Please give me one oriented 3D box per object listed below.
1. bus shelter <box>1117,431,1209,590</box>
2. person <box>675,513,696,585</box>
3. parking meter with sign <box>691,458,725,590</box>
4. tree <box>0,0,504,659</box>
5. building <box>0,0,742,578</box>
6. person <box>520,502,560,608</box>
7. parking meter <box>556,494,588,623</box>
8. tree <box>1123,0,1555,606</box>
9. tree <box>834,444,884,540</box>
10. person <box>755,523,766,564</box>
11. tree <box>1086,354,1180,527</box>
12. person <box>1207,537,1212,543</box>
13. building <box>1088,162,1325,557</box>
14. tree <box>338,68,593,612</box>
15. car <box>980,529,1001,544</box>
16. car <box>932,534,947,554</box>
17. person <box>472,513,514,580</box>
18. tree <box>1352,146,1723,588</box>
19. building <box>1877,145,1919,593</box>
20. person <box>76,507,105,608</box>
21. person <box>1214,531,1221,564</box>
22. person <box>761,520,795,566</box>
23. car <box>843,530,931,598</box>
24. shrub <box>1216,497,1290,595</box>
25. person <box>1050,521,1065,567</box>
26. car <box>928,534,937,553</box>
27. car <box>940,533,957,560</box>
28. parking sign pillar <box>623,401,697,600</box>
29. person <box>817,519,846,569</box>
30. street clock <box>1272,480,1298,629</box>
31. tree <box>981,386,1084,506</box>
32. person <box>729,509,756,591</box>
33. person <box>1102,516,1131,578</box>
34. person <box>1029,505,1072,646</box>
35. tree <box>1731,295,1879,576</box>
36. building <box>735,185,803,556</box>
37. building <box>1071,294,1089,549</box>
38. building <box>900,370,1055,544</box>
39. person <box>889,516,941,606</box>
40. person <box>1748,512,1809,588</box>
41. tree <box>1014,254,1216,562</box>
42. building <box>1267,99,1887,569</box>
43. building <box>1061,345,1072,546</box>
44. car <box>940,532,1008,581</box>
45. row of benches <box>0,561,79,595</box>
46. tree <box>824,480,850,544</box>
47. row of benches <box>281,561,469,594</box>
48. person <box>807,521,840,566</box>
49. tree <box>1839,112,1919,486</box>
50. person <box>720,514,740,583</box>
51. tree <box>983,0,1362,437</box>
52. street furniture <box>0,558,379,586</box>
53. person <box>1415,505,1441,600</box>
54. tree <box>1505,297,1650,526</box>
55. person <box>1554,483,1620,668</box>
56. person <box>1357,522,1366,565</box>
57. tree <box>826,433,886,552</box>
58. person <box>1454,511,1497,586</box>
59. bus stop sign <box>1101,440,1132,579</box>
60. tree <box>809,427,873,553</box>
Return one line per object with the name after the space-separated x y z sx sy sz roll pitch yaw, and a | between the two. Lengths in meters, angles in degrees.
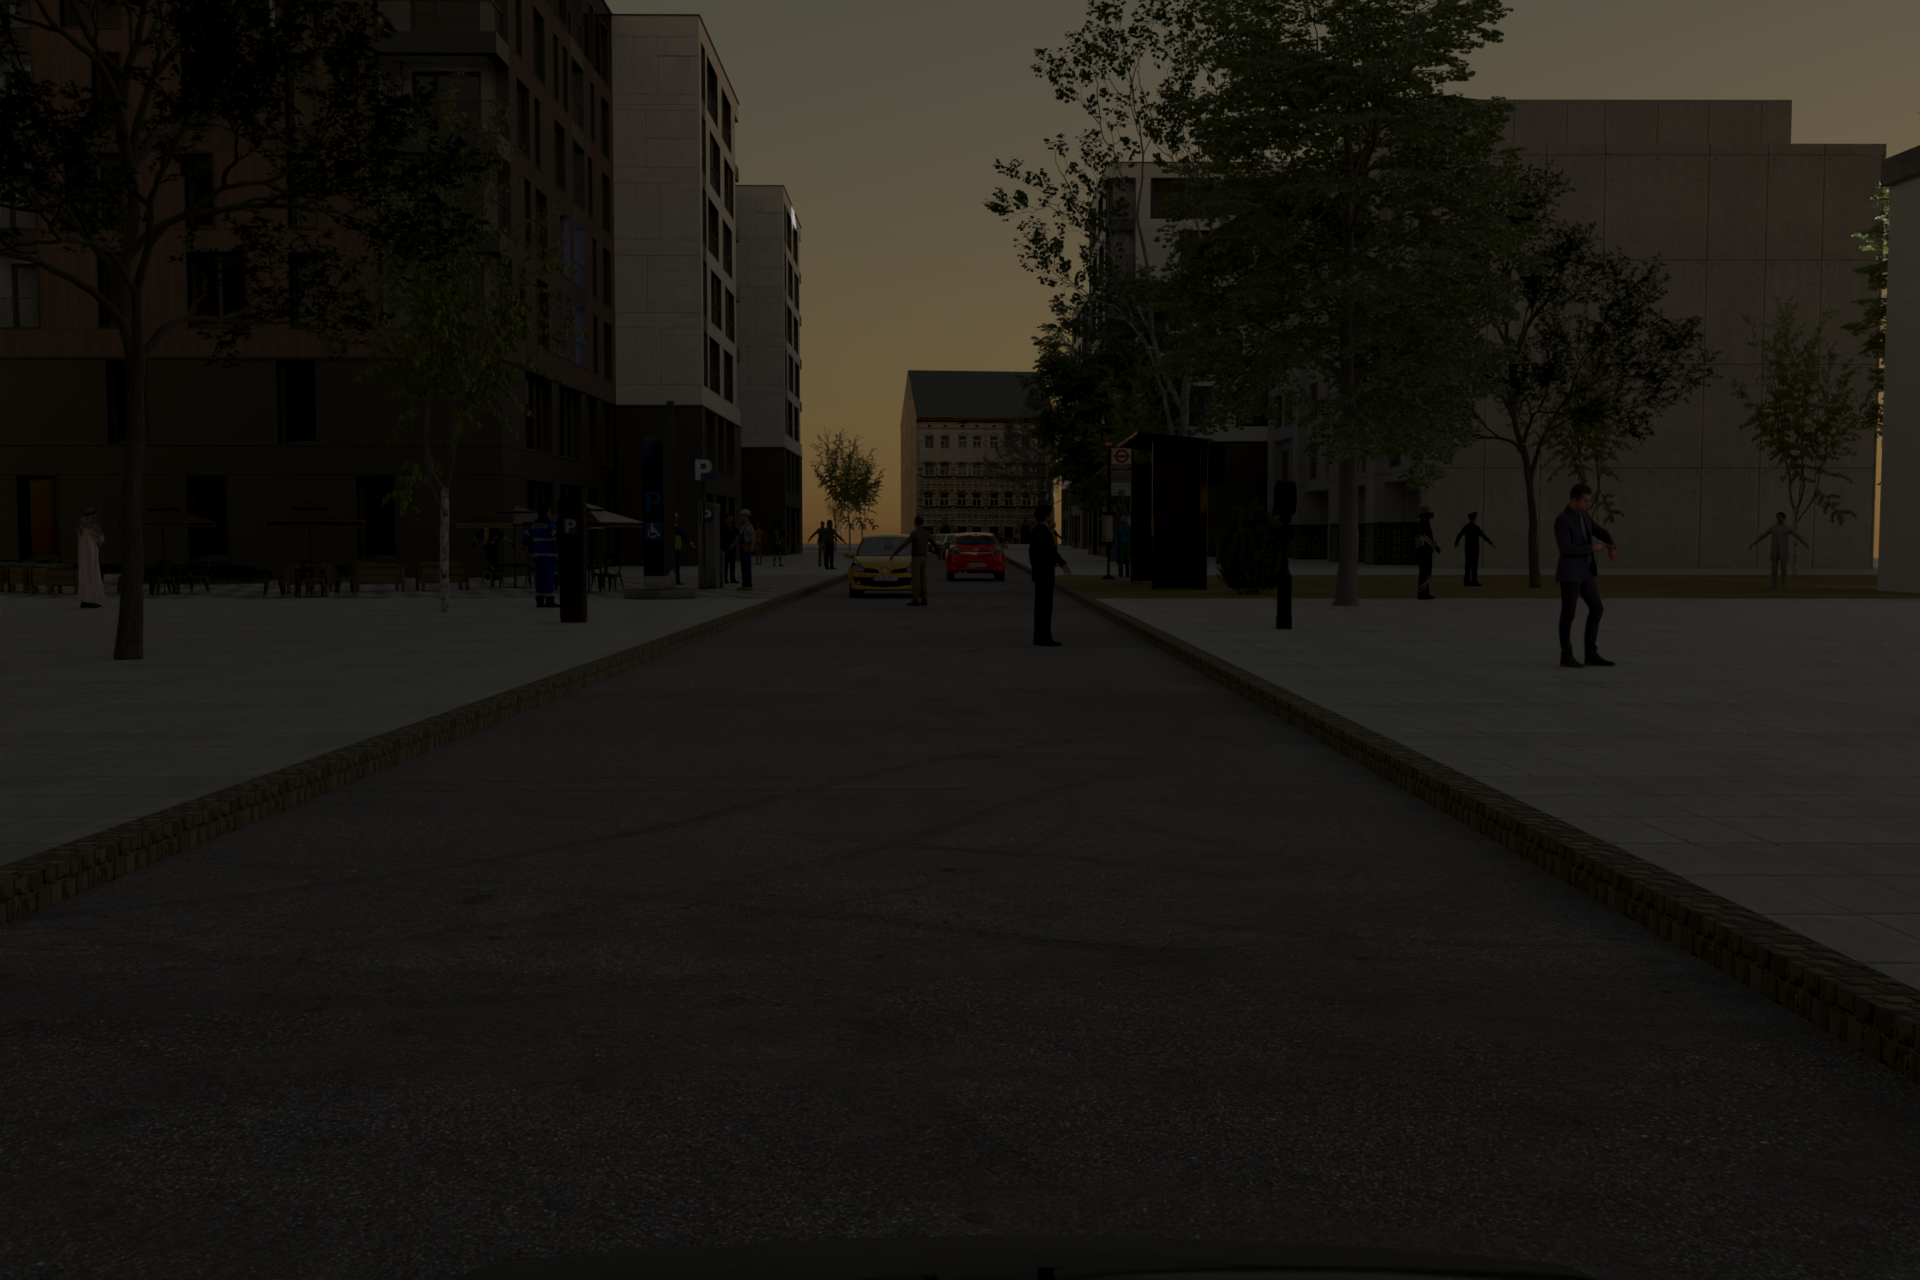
4.958 -3.146 42.716 1.731 3.624 6.357 0 4 1 | bus shelter
-7.191 -2.305 43.658 1.349 1.833 0.705 3 5 40 | person
-5.847 -2.706 40.503 0.543 3.016 1.738 0 4 1 | parking meter with sign
-8.254 -5.091 17.659 7.601 10.594 8.767 -3 4 -39 | tree
-24.118 -13.587 66.114 27.936 21.610 32.646 0 4 -1 | building
-7.227 -1.485 30.253 1.345 1.831 0.704 2 4 31 | person
-5.623 -1.185 25.084 0.399 1.863 0.255 0 4 0 | parking meter
6.824 -6.914 31.173 7.486 12.596 7.792 0 3 0 | tree
-7.939 -11.544 139.104 4.737 8.622 4.395 0 3 0 | tree
-8.576 -4.059 73.175 0.721 1.733 1.217 2 4 34 | person
7.059 -7.414 71.581 4.737 8.622 4.395 0 3 0 | tree
9.940 -4.000 72.121 1.216 1.740 0.721 -2 4 -27 | person
22.036 -16.371 111.637 27.936 21.610 32.646 0 3 0 | building
-8.374 -4.774 28.423 4.737 8.622 4.395 0 3 0 | tree
0.887 -4.264 79.500 2.009 1.686 4.222 0 4 -1 | car
-1.138 -7.056 125.582 2.015 1.641 3.980 0 4 0 | car
-13.104 -2.610 48.457 1.354 1.856 0.705 1 4 16 | person
13.682 -6.528 41.150 8.767 10.594 7.601 0 4 0 | tree
25.291 -5.075 25.129 9.099 9.664 28.070 0 4 0 | building
-15.065 -1.427 30.040 0.551 1.740 0.621 2 4 24 | person
11.124 -3.978 74.312 0.599 1.433 0.991 0 4 -6 | person
-7.254 -3.835 68.840 1.345 1.843 0.704 0 4 6 | person
-1.661 -1.834 40.213 2.015 1.641 3.980 0 3 0 | car
6.234 -2.011 36.929 1.661 2.075 1.752 0 3 0 | shrub
3.732 -3.759 67.918 0.721 1.772 1.216 -2 4 -32 | person
-1.542 -7.389 130.604 2.009 1.686 4.222 0 3 0 | car
-0.139 -5.511 98.901 1.959 1.807 4.718 0 4 -1 | car
-5.989 -2.814 34.476 1.447 3.967 1.447 0 4 1 | parking sign pillar
-4.736 -3.493 63.233 1.348 1.813 0.705 3 4 36 | person
4.378 -1.148 23.346 0.358 2.002 0.471 0 4 0 | street clock
6.820 -14.060 140.243 12.009 13.543 11.850 0 3 0 | tree
-4.879 -2.041 39.230 0.705 1.847 1.347 -2 4 -29 | person
4.793 -2.735 50.844 1.347 1.817 0.704 -2 4 -27 | person
1.107 -0.833 22.269 0.705 1.806 1.347 -1 4 -16 | person
25.707 -6.277 52.986 4.737 8.622 4.395 0 3 0 | tree
-24.200 -15.618 99.321 27.936 21.610 32.646 0 4 -1 | building
24.338 -19.585 164.181 27.936 21.610 32.646 0 4 0 | building
2.031 -24.361 231.688 18.063 23.208 19.493 0 4 -8 | building
-0.838 -1.584 34.630 1.348 1.796 0.705 -3 5 -43 | person
19.407 -2.130 41.019 1.347 1.806 0.705 3 5 40 | person
7.377 -10.656 80.877 9.857 13.997 8.962 0 3 0 | tree
25.376 -13.017 79.282 16.747 18.905 31.486 0 4 0 | building
25.678 -21.994 203.572 27.936 21.610 32.646 0 4 0 | building
0.455 -2.768 54.289 2.155 1.783 4.494 0 4 -1 | car
-20.468 -1.383 38.073 4.104 0.672 1.422 3 5 44 | row of benches
-15.619 -17.151 230.774 4.360 8.622 3.978 0 3 0 | tree
-12.921 -1.419 38.657 4.104 0.672 1.422 -2 4 -31 | row of benches
-5.439 -3.820 68.732 1.348 1.796 0.705 -2 4 -24 | person
26.040 -7.673 43.582 7.486 12.596 7.792 0 3 0 | tree
-5.990 -2.376 45.073 1.346 1.802 0.704 -3 5 -42 | person
6.958 -12.401 58.637 12.611 20.169 13.585 0 3 0 | tree
-20.388 -1.842 45.744 10.072 0.657 5.734 1 4 15 | street furniture
9.147 -1.717 33.938 0.704 1.845 1.351 2 4 29 | person
19.137 -6.275 52.954 4.737 8.622 4.395 0 3 0 | tree
6.052 -0.620 16.631 0.683 1.767 0.568 -3 5 -40 | person
16.088 -3.969 70.664 1.354 1.858 0.705 -3 5 -44 | person
-7.835 -10.750 126.131 4.737 8.622 4.395 0 3 0 | tree
12.635 -2.246 42.662 0.705 1.837 1.347 -2 4 -30 | person
4.430 -3.688 48.995 0.855 3.939 0.416 0 4 -1 | bus stop sign
-8.380 -10.336 119.360 4.737 8.622 4.395 0 3 0 | tree
